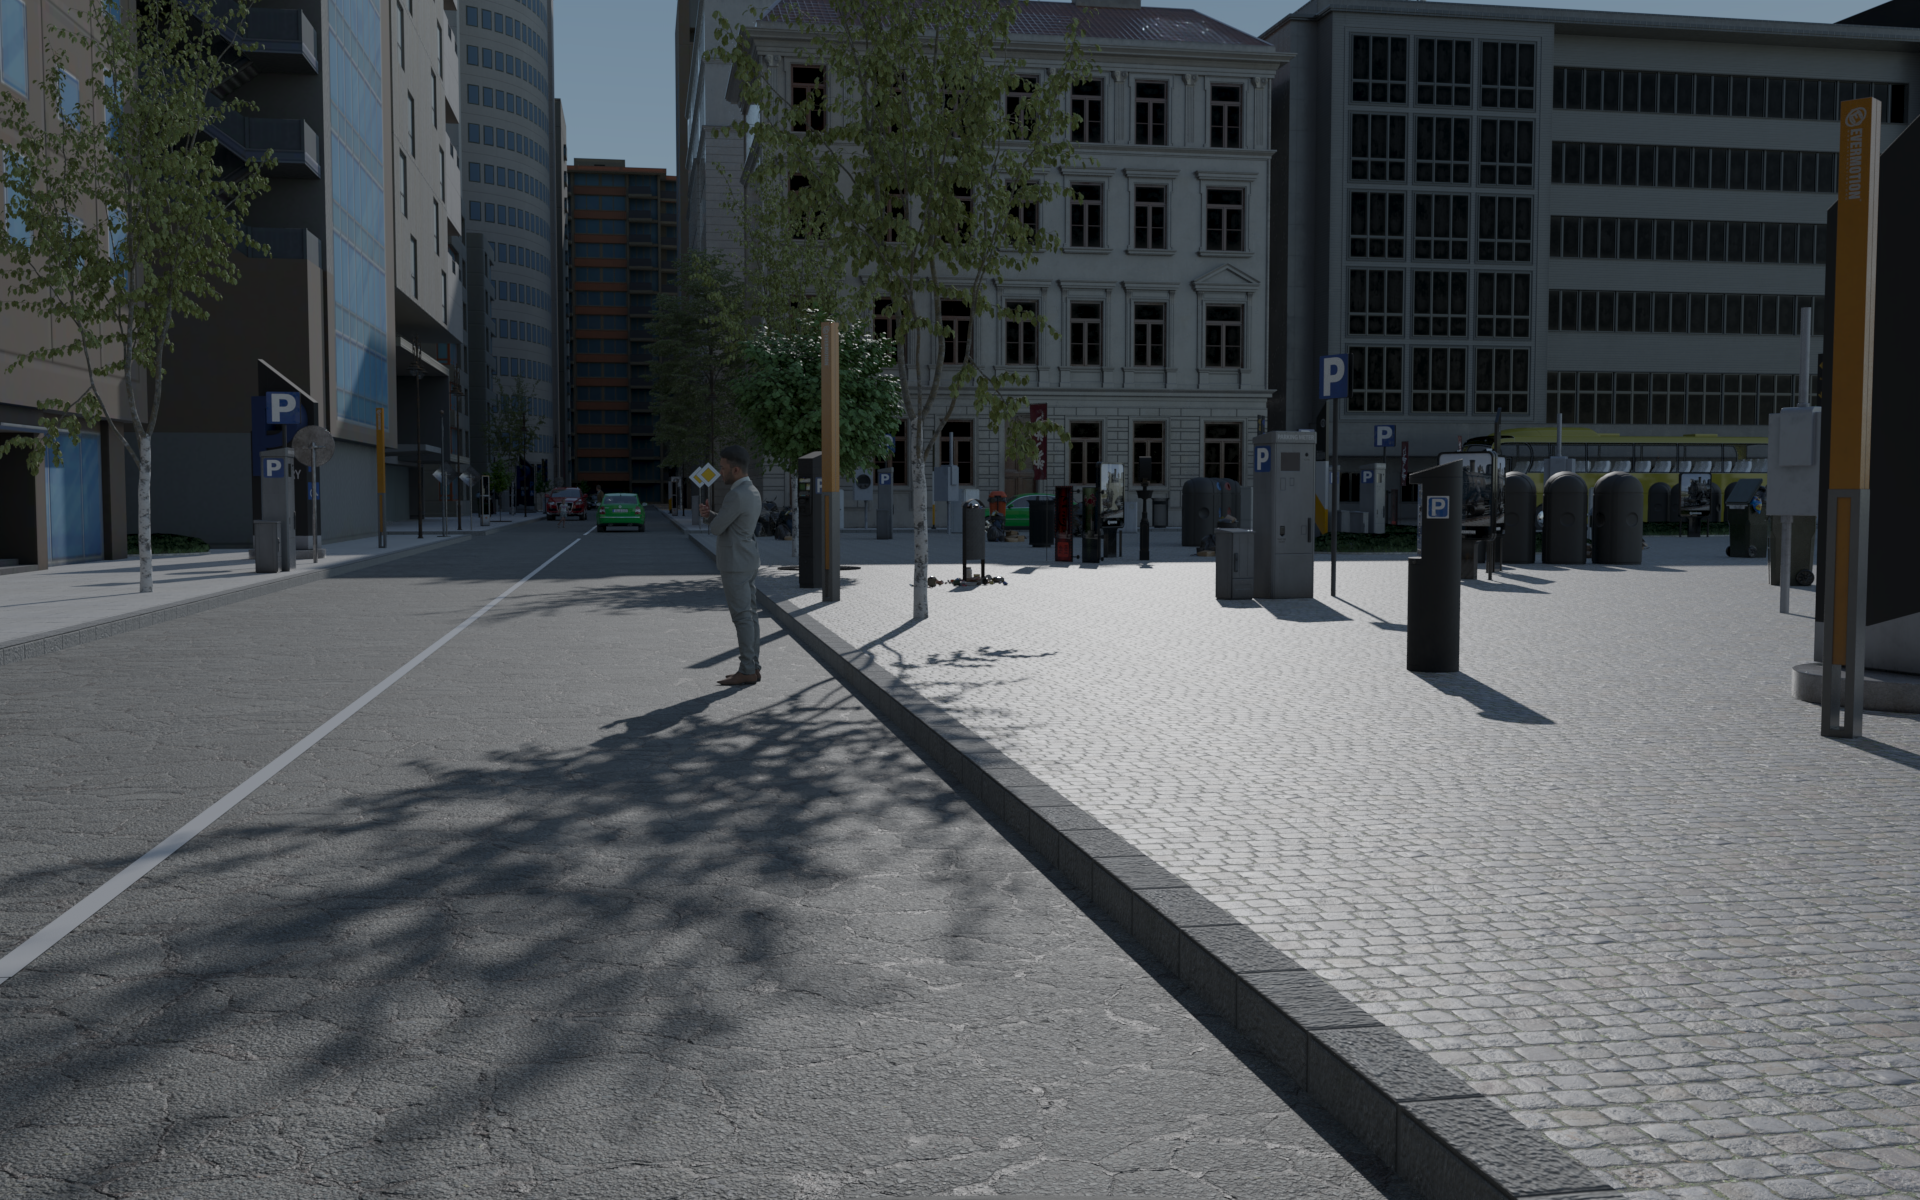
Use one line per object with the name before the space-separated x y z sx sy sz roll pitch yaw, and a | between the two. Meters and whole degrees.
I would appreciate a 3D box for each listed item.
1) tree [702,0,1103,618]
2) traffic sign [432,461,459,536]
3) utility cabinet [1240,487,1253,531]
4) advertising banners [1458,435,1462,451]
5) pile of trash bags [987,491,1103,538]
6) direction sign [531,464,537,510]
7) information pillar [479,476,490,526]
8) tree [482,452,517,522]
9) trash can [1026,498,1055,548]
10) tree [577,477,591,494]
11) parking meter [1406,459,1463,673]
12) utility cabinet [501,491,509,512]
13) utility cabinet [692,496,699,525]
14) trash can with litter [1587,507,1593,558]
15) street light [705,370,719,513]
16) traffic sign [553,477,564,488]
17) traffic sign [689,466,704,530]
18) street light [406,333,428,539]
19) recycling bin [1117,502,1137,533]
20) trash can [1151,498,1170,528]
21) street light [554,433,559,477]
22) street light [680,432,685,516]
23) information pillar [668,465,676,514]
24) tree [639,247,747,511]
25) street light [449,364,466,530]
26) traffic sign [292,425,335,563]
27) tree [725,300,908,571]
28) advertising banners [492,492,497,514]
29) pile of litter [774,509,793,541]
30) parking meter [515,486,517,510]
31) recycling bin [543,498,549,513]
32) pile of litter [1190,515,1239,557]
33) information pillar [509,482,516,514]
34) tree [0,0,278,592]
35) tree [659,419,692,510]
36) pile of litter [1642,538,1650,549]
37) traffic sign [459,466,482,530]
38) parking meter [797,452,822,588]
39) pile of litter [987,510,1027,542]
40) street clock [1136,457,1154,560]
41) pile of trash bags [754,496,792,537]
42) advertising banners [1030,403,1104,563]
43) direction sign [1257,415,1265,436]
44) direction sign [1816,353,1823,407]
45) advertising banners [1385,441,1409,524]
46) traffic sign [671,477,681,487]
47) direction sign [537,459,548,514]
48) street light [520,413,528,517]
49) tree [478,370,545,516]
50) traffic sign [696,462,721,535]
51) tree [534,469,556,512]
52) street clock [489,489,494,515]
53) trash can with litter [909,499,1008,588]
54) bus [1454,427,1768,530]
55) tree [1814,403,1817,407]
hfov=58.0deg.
tree | -0.434 -4.103 17.440 4.737 8.622 4.395 0 3 0
traffic sign | -15.809 -3.037 53.295 0.795 2.450 0.064 -1 4 -10
utility cabinet | 8.880 -2.784 54.201 0.318 1.500 1.173 -2 4 -26
advertising banners | 15.269 -3.440 52.435 0.090 3.025 2.074 2 4 28
pile of trash bags | 2.523 -2.552 51.476 3.447 1.369 1.912 0 3 0
direction sign | -31.818 -8.435 129.909 0.876 3.537 0.379 -1 4 -22
information pillar | -18.977 -3.954 69.146 0.304 2.012 0.304 -3 4 -36
tree | -21.311 -5.204 79.690 1.663 3.219 1.824 0 3 0
trash can | 1.963 -1.836 41.672 0.748 1.137 0.748 0 3 0
tree | -43.609 -12.629 201.091 1.663 3.219 1.824 0 3 0
parking meter | 3.443 -0.254 12.567 0.372 1.533 0.369 0 3 0
utility cabinet | -32.251 -7.034 123.685 0.318 1.500 1.173 1 4 21
utility cabinet | -10.975 -3.707 71.771 0.306 1.237 1.020 -1 4 -9
trash can with litter | 12.866 -1.432 34.808 1.055 1.170 0.624 -3 5 -40
street light | -9.196 -5.602 64.385 0.468 5.910 1.993 -1 4 -10
traffic sign | -30.115 -7.942 129.960 0.768 2.556 0.104 -1 4 -8
traffic sign | -9.399 -3.605 62.578 0.795 2.450 0.064 -1 4 -10
street light | -15.593 -4.715 49.879 0.468 5.910 1.993 -1 4 -10
recycling bin | 5.453 -2.709 56.846 0.722 1.027 0.722 0 4 6
trash can | 7.549 -3.282 65.315 0.748 1.137 0.748 0 3 0
street light | -30.722 -9.725 131.786 0.468 5.910 1.993 -1 4 -10
street light | -16.052 -7.805 100.404 0.468 5.910 1.993 -1 4 -10
information pillar | -18.877 -7.471 113.501 0.504 3.616 0.183 -1 4 -13
tree | -11.419 -9.913 80.210 7.486 12.596 7.792 0 3 0
street light | -17.823 -5.427 61.515 0.468 5.910 1.993 -1 4 -10
traffic sign | -11.992 -1.960 32.151 0.768 2.556 0.104 -1 4 -9
tree | -2.373 -2.805 29.567 4.285 4.588 4.351 0 3 0
advertising banners | -29.477 -6.941 109.674 0.090 3.025 2.074 -2 4 -25
pile of litter | -4.486 -2.112 48.497 1.719 0.858 1.176 -3 4 -37
parking meter | -32.886 -7.460 127.677 0.255 1.863 0.399 0 4 6
recycling bin | -28.346 -6.544 119.545 0.722 1.027 0.722 0 4 6
pile of litter | 5.631 -1.339 35.854 1.719 0.858 1.176 0 4 8
information pillar | -28.219 -6.400 109.138 0.304 2.012 0.304 1 4 16
tree | -10.794 -4.416 22.567 4.737 8.622 4.395 0 3 0
tree | -22.579 -11.659 140.982 4.360 8.622 3.978 0 3 0
pile of litter | 15.441 -1.604 40.190 1.719 0.858 1.176 -2 4 -29
traffic sign | -17.263 -3.517 61.147 0.795 2.450 0.064 -1 4 -10
parking meter | -2.010 -1.097 23.653 0.255 1.863 0.399 2 4 33
pile of litter | 1.273 -2.015 46.912 1.176 0.858 1.719 2 4 24
street clock | 3.573 -1.770 33.511 0.358 2.002 0.471 0 4 3
pile of trash bags | -5.395 -2.658 53.211 3.447 1.369 1.912 -2 4 -31
advertising banners | 1.989 -2.237 32.755 0.090 3.025 2.074 -3 4 -38
direction sign | 8.644 -3.536 49.809 0.379 3.537 0.876 1 4 22
direction sign | 14.056 -2.180 27.642 0.379 3.537 0.876 -2 4 -30
advertising banners | 14.558 -3.783 58.040 0.090 3.025 2.074 -1 4 -10
traffic sign | -16.850 -6.164 102.915 0.606 2.300 0.079 0 4 -2
direction sign | -26.634 -7.288 111.157 0.379 3.537 0.876 1 4 9
street light | -24.313 -7.581 96.742 0.468 5.910 1.993 -1 4 -10
tree | -26.783 -9.361 103.416 4.737 8.622 4.395 0 3 0
traffic sign | -7.944 -3.124 54.726 0.795 2.450 0.064 -1 4 -10
tree | -30.035 -7.903 123.821 1.663 3.219 1.824 0 3 0
street clock | -29.214 -6.321 107.921 0.358 2.002 0.471 -3 5 -41
trash can with litter | -0.101 -0.828 24.591 1.678 1.210 2.233 2 4 32
bus | 24.416 -4.480 64.795 12.252 3.916 2.896 -1 4 -9
tree | 24.647 -3.868 46.954 4.285 4.588 4.351 0 3 0
